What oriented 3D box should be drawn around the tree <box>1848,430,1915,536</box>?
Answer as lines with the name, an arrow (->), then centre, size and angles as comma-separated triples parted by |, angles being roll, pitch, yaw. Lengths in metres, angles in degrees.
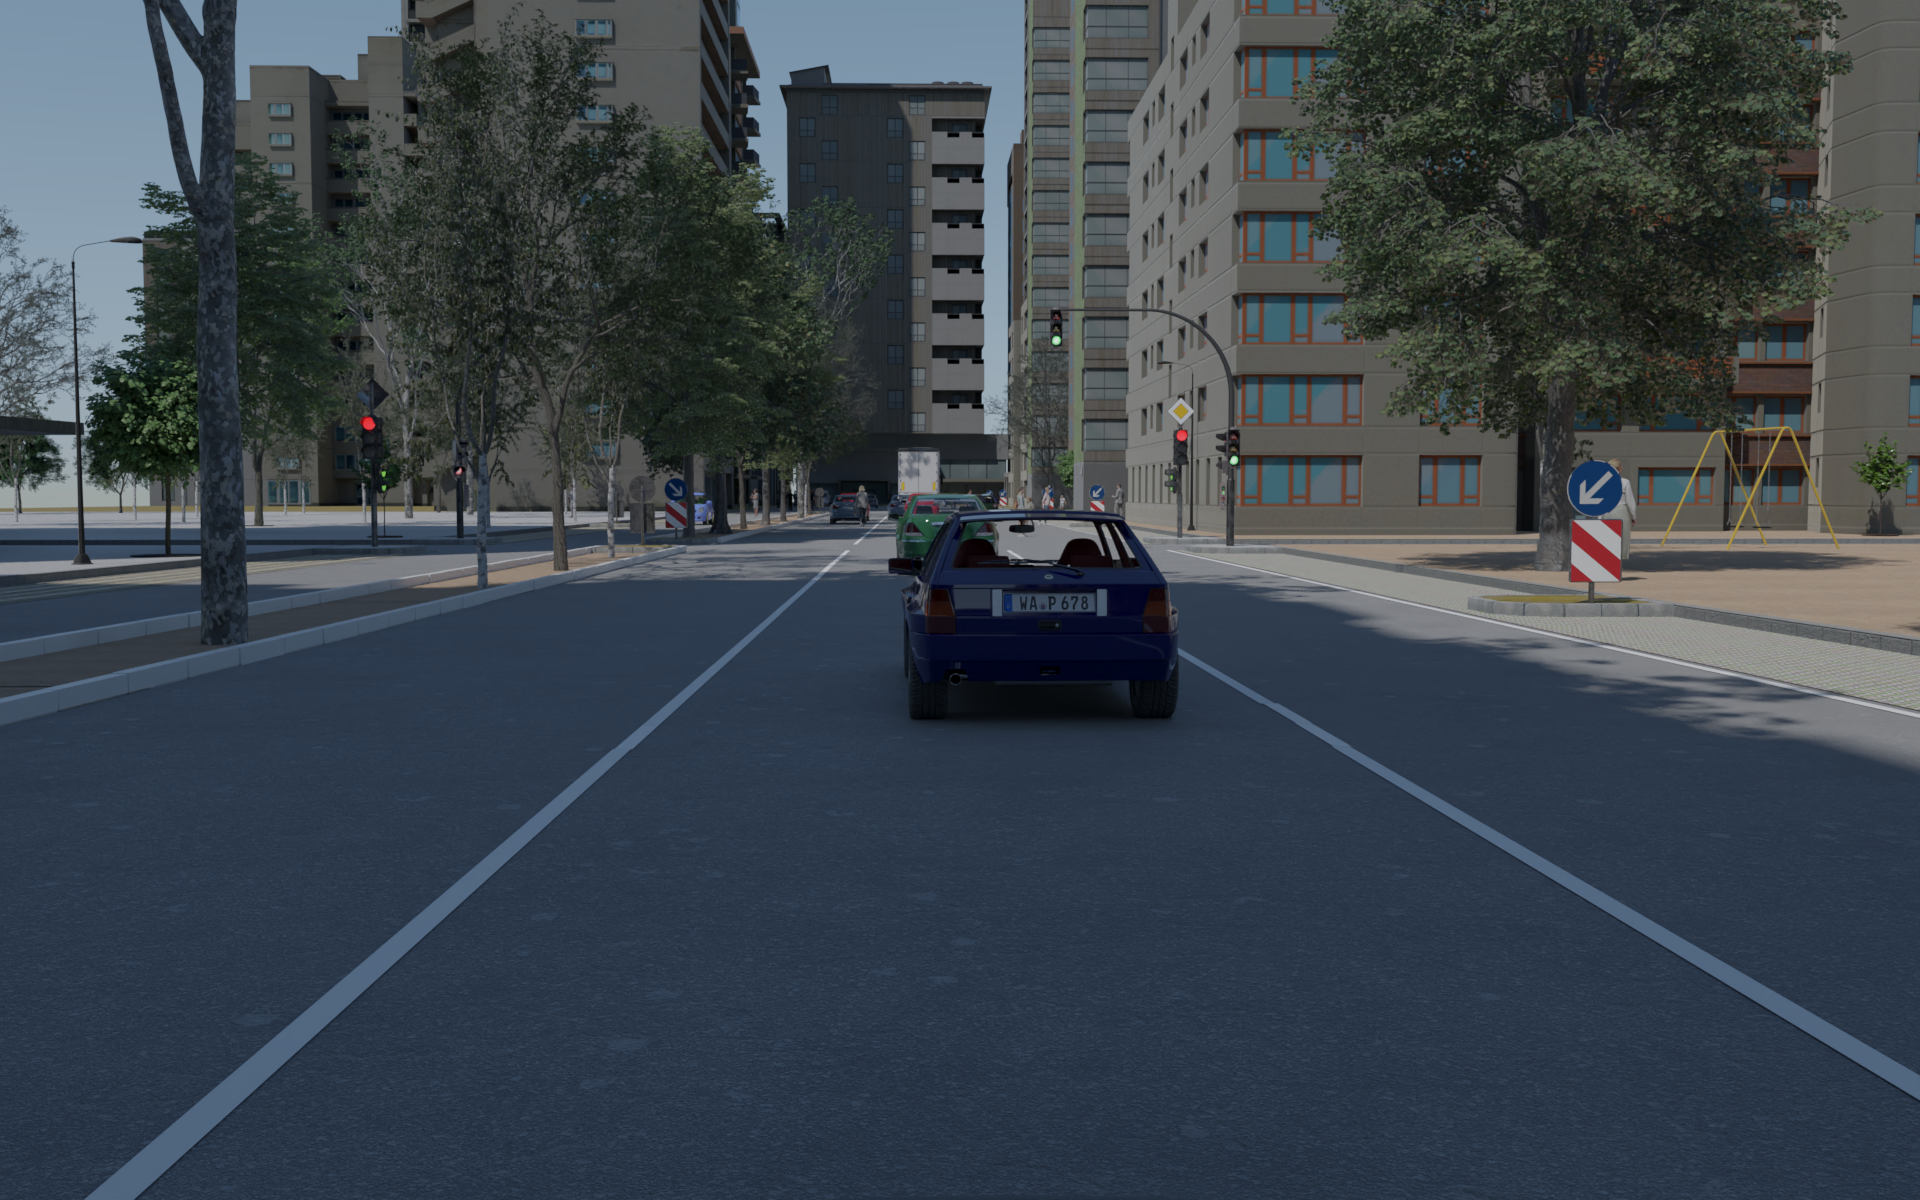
tree -> 28.229, -3.558, 52.774 | 1.663, 3.219, 1.824 | 0, 3, 0

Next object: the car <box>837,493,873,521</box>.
car -> -5.720, -5.085, 92.172 | 2.155, 1.783, 4.494 | 0, 4, -2

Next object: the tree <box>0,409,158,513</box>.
tree -> -62.631, -9.107, 111.801 | 11.467, 7.101, 20.602 | 2, 4, 30

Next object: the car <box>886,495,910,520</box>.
car -> -3.125, -5.179, 96.682 | 2.014, 1.417, 4.499 | 0, 4, -1

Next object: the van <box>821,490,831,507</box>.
van -> -15.821, -11.748, 199.098 | 2.013, 2.044, 4.112 | 0, 4, -2

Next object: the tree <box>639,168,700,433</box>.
tree -> -7.859, -5.265, 38.906 | 4.360, 8.622, 3.978 | 0, 3, 0

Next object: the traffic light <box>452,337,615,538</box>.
traffic light -> -12.351, -4.613, 50.092 | 4.771, 5.953, 1.251 | 0, 4, -2

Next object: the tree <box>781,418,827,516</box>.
tree -> -9.921, -9.680, 111.091 | 4.360, 8.622, 3.978 | 0, 3, 0

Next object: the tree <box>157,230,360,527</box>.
tree -> -27.775, -8.724, 68.386 | 9.928, 11.665, 9.643 | 0, 3, 0

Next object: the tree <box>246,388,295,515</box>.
tree -> -41.618, -9.517, 105.960 | 4.360, 8.622, 3.978 | 0, 3, 0

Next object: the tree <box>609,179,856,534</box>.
tree -> -8.597, -8.713, 61.927 | 9.611, 12.733, 9.660 | 0, 3, 0

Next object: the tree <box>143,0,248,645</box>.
tree -> -8.251, -9.687, 16.732 | 12.611, 20.169, 13.585 | 0, 3, 0

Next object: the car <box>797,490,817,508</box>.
car -> -15.203, -10.118, 174.101 | 2.281, 1.827, 5.304 | 0, 4, -1

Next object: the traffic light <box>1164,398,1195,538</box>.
traffic light -> 6.413, -3.772, 50.589 | 0.839, 4.253, 0.868 | 0, 4, -2

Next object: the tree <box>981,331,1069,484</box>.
tree -> 6.763, -13.550, 131.911 | 12.009, 13.543, 11.850 | 0, 3, 0

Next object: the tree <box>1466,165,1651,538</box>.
tree -> 13.160, -5.378, 38.290 | 4.360, 8.622, 3.978 | 0, 3, 0

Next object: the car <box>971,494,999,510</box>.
car -> 1.061, -4.932, 90.424 | 2.009, 1.686, 4.222 | 0, 4, -2

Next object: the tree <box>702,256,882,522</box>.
tree -> -9.093, -10.773, 88.965 | 12.009, 13.543, 11.850 | 0, 3, 0

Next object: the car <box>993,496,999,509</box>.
car -> 1.728, -6.603, 120.543 | 1.945, 1.354, 3.894 | 0, 4, -3

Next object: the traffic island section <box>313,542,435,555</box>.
traffic island section -> -14.260, -1.215, 42.151 | 2.009, 0.180, 2.903 | 0, 4, -2

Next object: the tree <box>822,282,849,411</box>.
tree -> -8.968, -9.693, 79.057 | 7.486, 12.596, 7.792 | 0, 3, 0

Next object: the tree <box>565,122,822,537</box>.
tree -> -8.452, -8.117, 53.299 | 7.486, 12.596, 7.792 | 0, 3, 0

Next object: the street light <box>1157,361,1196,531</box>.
street light -> 7.566, -5.380, 60.498 | 1.470, 5.913, 1.316 | 0, 4, -2

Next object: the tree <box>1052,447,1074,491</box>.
tree -> 7.376, -7.543, 107.040 | 4.285, 4.588, 4.351 | 0, 3, 0

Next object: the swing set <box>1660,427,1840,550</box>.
swing set -> 18.929, -2.696, 41.697 | 2.862, 2.851, 3.119 | 0, 4, -8

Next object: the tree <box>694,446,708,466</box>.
tree -> -18.960, -11.895, 120.239 | 9.928, 11.665, 9.643 | 0, 3, 0

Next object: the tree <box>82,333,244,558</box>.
tree -> -16.311, -3.166, 35.473 | 4.285, 4.588, 4.351 | 0, 3, 0

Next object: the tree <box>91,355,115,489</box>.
tree -> -41.373, -8.333, 86.615 | 4.360, 8.622, 3.978 | 0, 3, 0

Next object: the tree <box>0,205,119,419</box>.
tree -> -39.385, -9.719, 69.278 | 12.009, 13.543, 11.850 | 0, 3, 0

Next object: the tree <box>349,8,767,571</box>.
tree -> -7.396, -5.830, 32.196 | 8.767, 10.594, 7.601 | 0, 4, -2

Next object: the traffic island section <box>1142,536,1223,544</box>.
traffic island section -> 6.454, -1.738, 50.704 | 2.009, 0.180, 2.903 | 0, 4, -2

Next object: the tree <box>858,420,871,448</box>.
tree -> -10.187, -11.057, 117.651 | 8.767, 10.594, 7.601 | 0, 4, -2

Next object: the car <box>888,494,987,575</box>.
car -> -0.276, -1.248, 32.201 | 2.131, 1.459, 4.920 | 0, 4, -2

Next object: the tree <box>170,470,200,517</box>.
tree -> -42.765, -8.947, 96.653 | 4.737, 8.622, 4.395 | 0, 3, 0

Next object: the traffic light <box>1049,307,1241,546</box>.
traffic light -> 4.545, -4.143, 42.408 | 4.771, 5.953, 1.251 | 0, 4, -2

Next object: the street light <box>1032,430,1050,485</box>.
street light -> 5.892, -9.337, 125.203 | 1.470, 5.913, 1.316 | 0, 4, -2

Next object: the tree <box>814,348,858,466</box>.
tree -> -8.819, -8.187, 70.724 | 8.767, 10.594, 7.601 | 0, 4, -2

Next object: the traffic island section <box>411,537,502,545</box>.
traffic island section -> -14.480, -1.704, 50.133 | 2.009, 0.180, 2.903 | 0, 4, -2

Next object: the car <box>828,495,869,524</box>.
car -> -5.427, -4.415, 84.192 | 2.014, 1.417, 4.499 | 0, 4, -2

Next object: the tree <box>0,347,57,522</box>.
tree -> -43.509, -7.897, 79.480 | 4.360, 8.622, 3.978 | 0, 3, 0

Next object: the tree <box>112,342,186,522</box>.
tree -> -35.633, -7.848, 78.671 | 4.360, 8.622, 3.978 | 0, 3, 0

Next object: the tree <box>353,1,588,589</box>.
tree -> -7.218, -4.481, 26.082 | 4.360, 8.622, 3.978 | 0, 3, 0

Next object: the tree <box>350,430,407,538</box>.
tree -> -17.108, -3.448, 50.981 | 1.663, 3.219, 1.824 | 0, 3, 0

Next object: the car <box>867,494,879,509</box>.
car -> -9.042, -9.804, 172.296 | 2.014, 1.417, 4.499 | 0, 4, -3

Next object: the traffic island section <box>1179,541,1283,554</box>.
traffic island section -> 6.674, -1.250, 42.722 | 2.009, 0.180, 2.903 | 0, 4, -2

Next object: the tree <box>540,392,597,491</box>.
tree -> -27.477, -10.518, 122.325 | 4.737, 8.622, 4.395 | 0, 3, 0

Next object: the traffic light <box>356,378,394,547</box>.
traffic light -> -14.219, -3.248, 42.018 | 0.839, 4.253, 0.868 | 0, 4, -2

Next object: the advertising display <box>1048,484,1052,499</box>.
advertising display -> 6.050, -6.798, 116.354 | 0.123, 1.923, 0.974 | 0, 4, -5

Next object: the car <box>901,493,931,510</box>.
car -> -1.964, -4.936, 89.750 | 2.155, 1.783, 4.494 | 0, 4, -2

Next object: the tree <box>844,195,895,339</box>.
tree -> -10.540, -14.868, 101.439 | 12.611, 20.169, 13.585 | 0, 3, 0

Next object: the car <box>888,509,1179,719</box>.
car -> 0.462, 0.012, 12.384 | 1.945, 1.354, 3.894 | 0, 4, -3

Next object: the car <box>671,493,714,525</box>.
car -> -12.511, -4.361, 80.893 | 1.945, 1.707, 3.694 | 0, 4, -2

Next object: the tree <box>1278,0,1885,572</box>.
tree -> 10.022, -7.461, 28.638 | 9.857, 13.997, 8.962 | 0, 3, 0

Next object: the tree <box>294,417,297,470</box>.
tree -> -26.403, -7.749, 77.051 | 4.360, 8.622, 3.978 | 0, 3, 0

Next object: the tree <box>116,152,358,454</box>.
tree -> -23.681, -8.494, 57.001 | 7.486, 12.596, 7.792 | 0, 3, 0
